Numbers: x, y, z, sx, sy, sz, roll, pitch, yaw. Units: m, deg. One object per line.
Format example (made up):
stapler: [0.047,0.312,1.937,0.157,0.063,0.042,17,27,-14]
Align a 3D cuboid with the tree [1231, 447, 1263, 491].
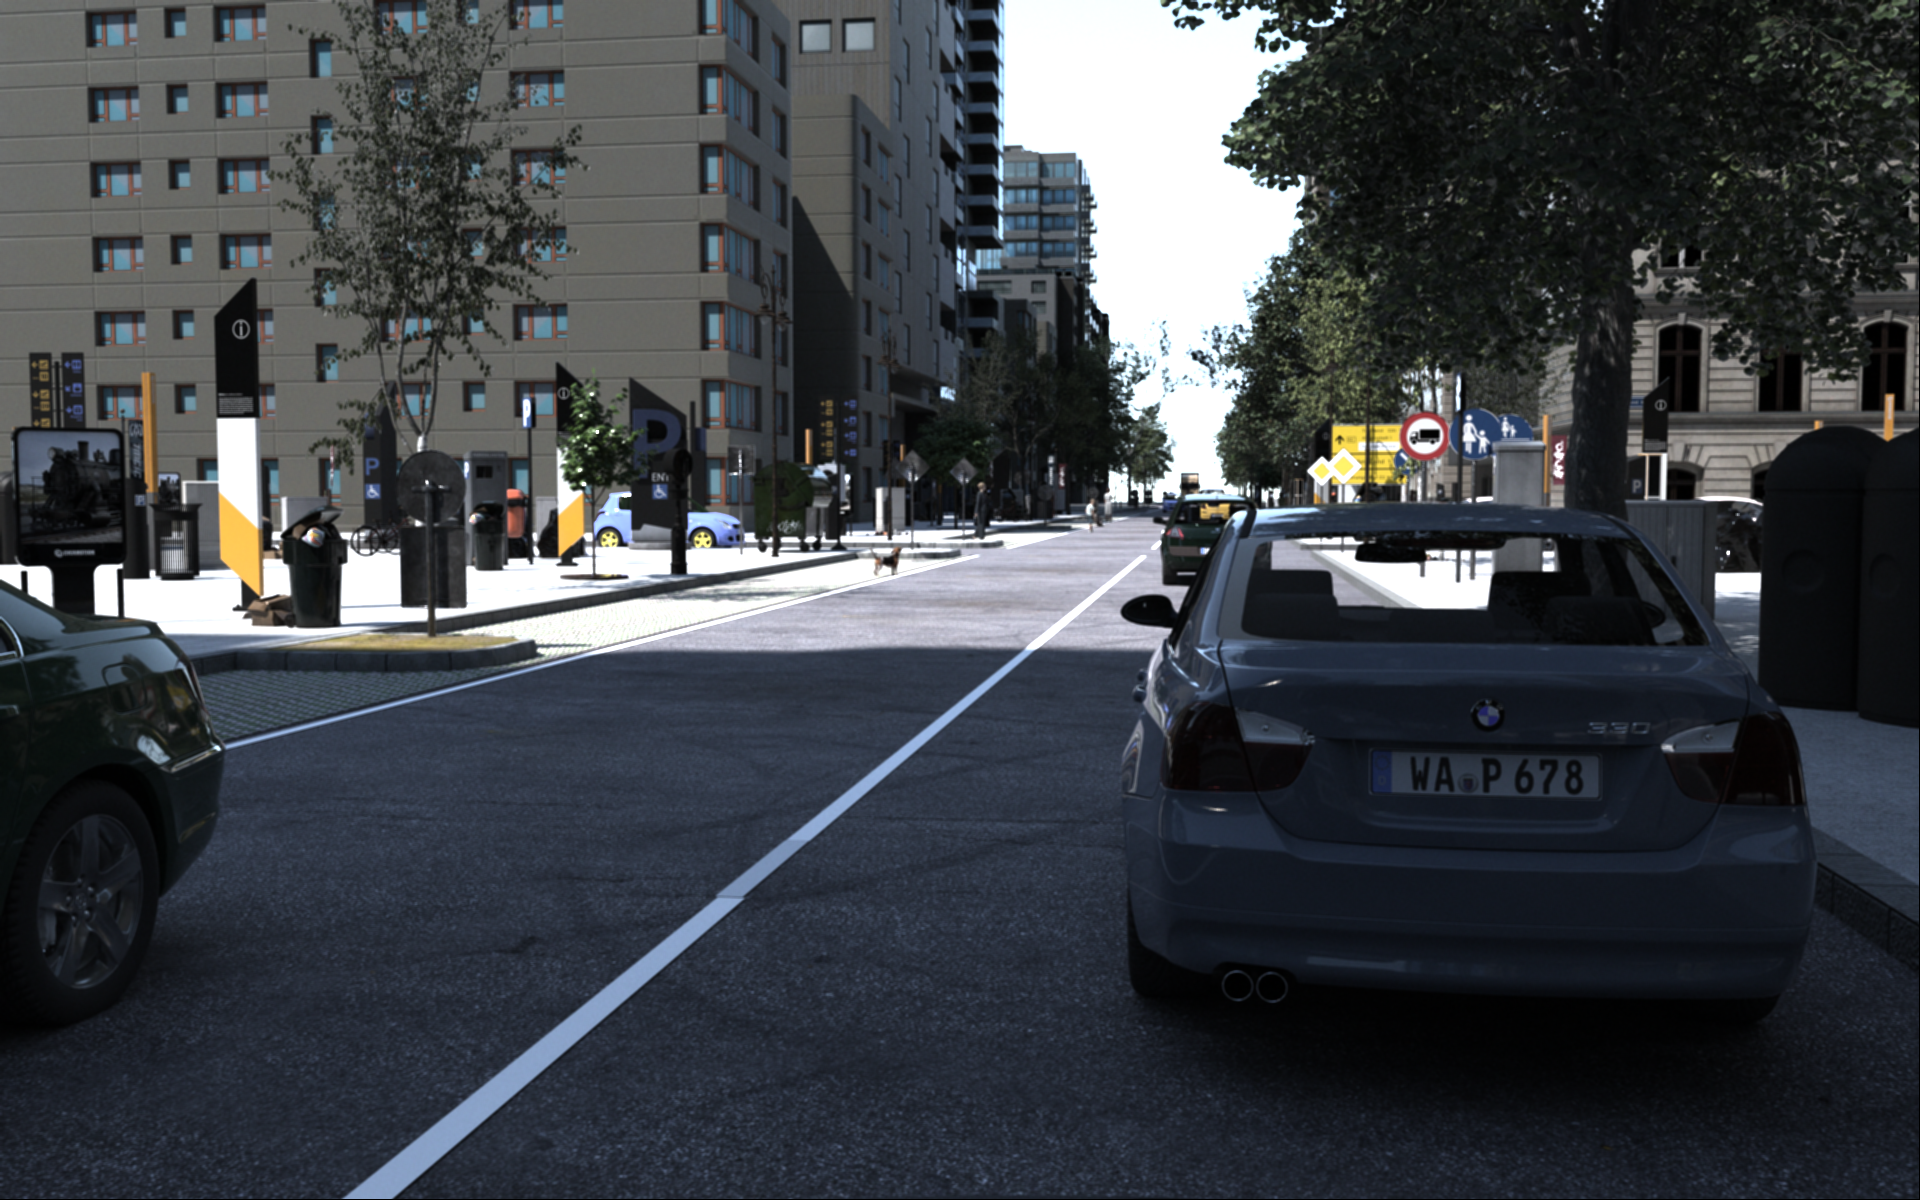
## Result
tree: [23.955,-11.612,140.222,4.360,8.622,3.978,0,3,0]

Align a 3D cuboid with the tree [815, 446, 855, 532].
tree: [-4.600,-3.965,59.433,1.663,3.219,1.824,0,3,0]

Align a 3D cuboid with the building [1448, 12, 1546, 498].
building: [31.690,-17.562,80.646,14.314,27.812,24.014,1,4,8]

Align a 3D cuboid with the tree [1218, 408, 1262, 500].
tree: [31.493,-15.864,185.128,9.928,11.665,9.643,0,3,0]

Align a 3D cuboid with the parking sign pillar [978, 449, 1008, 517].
parking sign pillar: [2.110,-6.721,98.366,1.447,3.967,1.447,-3,4,-37]

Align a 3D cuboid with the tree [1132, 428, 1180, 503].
tree: [29.346,-20.649,263.368,9.928,11.665,9.643,0,3,0]

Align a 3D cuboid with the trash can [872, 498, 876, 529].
trash can: [-2.887,-3.185,63.733,0.748,1.137,0.748,0,3,0]

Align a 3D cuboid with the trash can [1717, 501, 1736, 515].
trash can: [16.050,-1.537,36.776,0.748,1.137,0.748,0,3,0]

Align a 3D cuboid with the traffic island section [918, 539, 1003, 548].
traffic island section: [0.078,-1.523,47.187,2.009,0.180,2.903,1,4,8]

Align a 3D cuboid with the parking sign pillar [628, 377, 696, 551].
parking sign pillar: [-6.935,-3.145,39.899,1.447,3.967,1.447,-1,4,-13]

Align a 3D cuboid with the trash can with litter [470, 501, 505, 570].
trash can with litter: [-8.035,-1.089,29.198,0.624,1.170,1.055,-2,4,-26]

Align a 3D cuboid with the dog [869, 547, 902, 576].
dog: [-1.286,-0.666,30.177,0.406,0.507,0.540,1,4,21]

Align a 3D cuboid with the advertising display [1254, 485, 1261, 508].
advertising display: [20.421,-6.955,118.927,0.123,1.923,0.974,-1,4,-10]

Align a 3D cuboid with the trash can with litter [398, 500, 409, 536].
trash can with litter: [-16.482,-2.376,50.234,0.624,1.170,1.055,3,5,42]

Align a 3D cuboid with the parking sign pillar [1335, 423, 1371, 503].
parking sign pillar: [14.536,-4.616,63.946,1.447,3.967,1.447,1,4,14]

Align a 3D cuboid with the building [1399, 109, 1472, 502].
building: [33.769,-18.844,105.356,12.463,27.353,25.104,1,4,8]

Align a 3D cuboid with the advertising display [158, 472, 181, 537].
advertising display: [-23.584,-2.822,51.361,0.123,1.923,0.974,2,4,33]

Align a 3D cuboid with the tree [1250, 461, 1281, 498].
tree: [23.523,-8.987,130.643,4.285,4.588,4.351,0,3,0]

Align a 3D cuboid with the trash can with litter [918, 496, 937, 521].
trash can with litter: [-1.477,-4.304,81.761,0.624,1.170,1.055,3,5,40]

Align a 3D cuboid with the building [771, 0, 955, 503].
building: [-15.183,-31.824,109.557,28.713,52.752,27.495,1,4,8]

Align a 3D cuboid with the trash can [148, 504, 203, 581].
trash can: [-11.692,-0.868,25.851,0.748,1.137,0.748,0,3,0]

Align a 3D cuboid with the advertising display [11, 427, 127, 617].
advertising display: [-8.649,-0.712,16.850,0.974,1.923,0.123,-3,4,-39]

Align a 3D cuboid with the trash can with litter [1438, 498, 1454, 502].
trash can with litter: [13.545,-2.303,49.038,0.624,1.170,1.055,-1,4,-11]

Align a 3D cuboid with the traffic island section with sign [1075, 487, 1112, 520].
traffic island section with sign: [7.453,-5.375,96.502,1.989,1.847,2.006,1,4,8]

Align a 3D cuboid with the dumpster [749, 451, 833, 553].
dumpster: [-3.776,-2.209,38.619,1.502,2.255,1.985,1,4,8]

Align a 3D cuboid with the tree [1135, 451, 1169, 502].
tree: [30.655,-19.594,270.718,4.360,8.622,3.978,0,3,0]

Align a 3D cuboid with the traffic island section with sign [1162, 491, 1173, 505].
traffic island section with sign: [26.888,-13.316,226.338,1.989,1.847,2.006,1,4,8]

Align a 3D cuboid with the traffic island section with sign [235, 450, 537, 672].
traffic island section with sign: [-4.754,-0.378,14.812,1.989,1.847,2.006,1,4,8]

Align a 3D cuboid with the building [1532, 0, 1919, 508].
building: [37.596,-14.488,55.970,34.723,24.649,14.460,1,4,8]

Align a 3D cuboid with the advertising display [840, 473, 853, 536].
advertising display: [-3.658,-2.937,53.241,0.974,1.923,0.123,3,5,41]

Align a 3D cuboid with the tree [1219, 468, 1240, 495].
tree: [43.986,-21.530,270.140,7.486,12.596,7.792,0,3,0]

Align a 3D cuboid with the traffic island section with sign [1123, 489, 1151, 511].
traffic island section with sign: [14.662,-8.320,144.656,1.989,1.847,2.006,1,4,8]

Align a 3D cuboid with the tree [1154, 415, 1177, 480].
tree: [23.677,-18.501,220.622,7.486,12.596,7.792,0,3,0]

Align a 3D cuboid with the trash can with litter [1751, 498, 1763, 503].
trash can with litter: [20.775,-2.023,44.458,0.624,1.170,1.055,-2,4,-28]

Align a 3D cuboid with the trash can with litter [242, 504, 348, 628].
trash can with litter: [-6.456,-0.327,16.727,1.055,1.170,0.624,1,4,18]

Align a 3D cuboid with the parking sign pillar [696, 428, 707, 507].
parking sign pillar: [-7.726,-3.825,51.014,1.447,3.967,1.447,-1,4,-9]

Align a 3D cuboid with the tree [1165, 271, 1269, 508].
tree: [25.076,-17.978,149.832,12.611,20.169,13.585,0,3,0]

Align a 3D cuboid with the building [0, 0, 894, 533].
building: [-18.980,-13.864,71.718,27.650,21.520,28.899,1,4,8]

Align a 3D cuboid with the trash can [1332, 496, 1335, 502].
trash can: [23.122,-5.829,106.964,0.748,1.137,0.748,0,3,0]

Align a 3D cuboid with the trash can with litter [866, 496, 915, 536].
trash can with litter: [-2.091,-2.641,54.235,1.678,1.210,2.233,1,4,8]

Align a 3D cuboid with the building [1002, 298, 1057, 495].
building: [-5.621,-19.872,169.941,27.650,21.520,28.899,1,4,8]

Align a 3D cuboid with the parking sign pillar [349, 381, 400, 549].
parking sign pillar: [-13.611,-3.192,40.666,1.447,3.967,1.447,0,4,-2]

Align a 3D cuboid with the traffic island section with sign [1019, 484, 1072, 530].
traffic island section with sign: [3.468,-3.739,69.762,1.989,1.847,2.006,1,4,8]

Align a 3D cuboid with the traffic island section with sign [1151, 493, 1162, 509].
traffic island section with sign: [18.780,-10.002,172.155,1.989,1.847,2.006,1,4,8]

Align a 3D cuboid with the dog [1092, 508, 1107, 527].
dog: [6.162,-3.631,76.207,0.800,0.831,0.513,0,4,4]

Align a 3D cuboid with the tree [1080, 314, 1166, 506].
tree: [19.083,-19.936,181.835,12.611,20.169,13.585,0,3,0]

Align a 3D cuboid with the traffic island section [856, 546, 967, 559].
traffic island section: [-1.104,-1.040,39.290,2.009,0.180,2.903,1,4,8]

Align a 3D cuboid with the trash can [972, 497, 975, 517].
trash can: [1.018,-5.193,96.551,0.748,1.137,0.748,0,3,0]

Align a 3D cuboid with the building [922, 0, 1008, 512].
building: [-7.072,-50.476,137.948,22.319,86.520,31.000,1,4,8]
